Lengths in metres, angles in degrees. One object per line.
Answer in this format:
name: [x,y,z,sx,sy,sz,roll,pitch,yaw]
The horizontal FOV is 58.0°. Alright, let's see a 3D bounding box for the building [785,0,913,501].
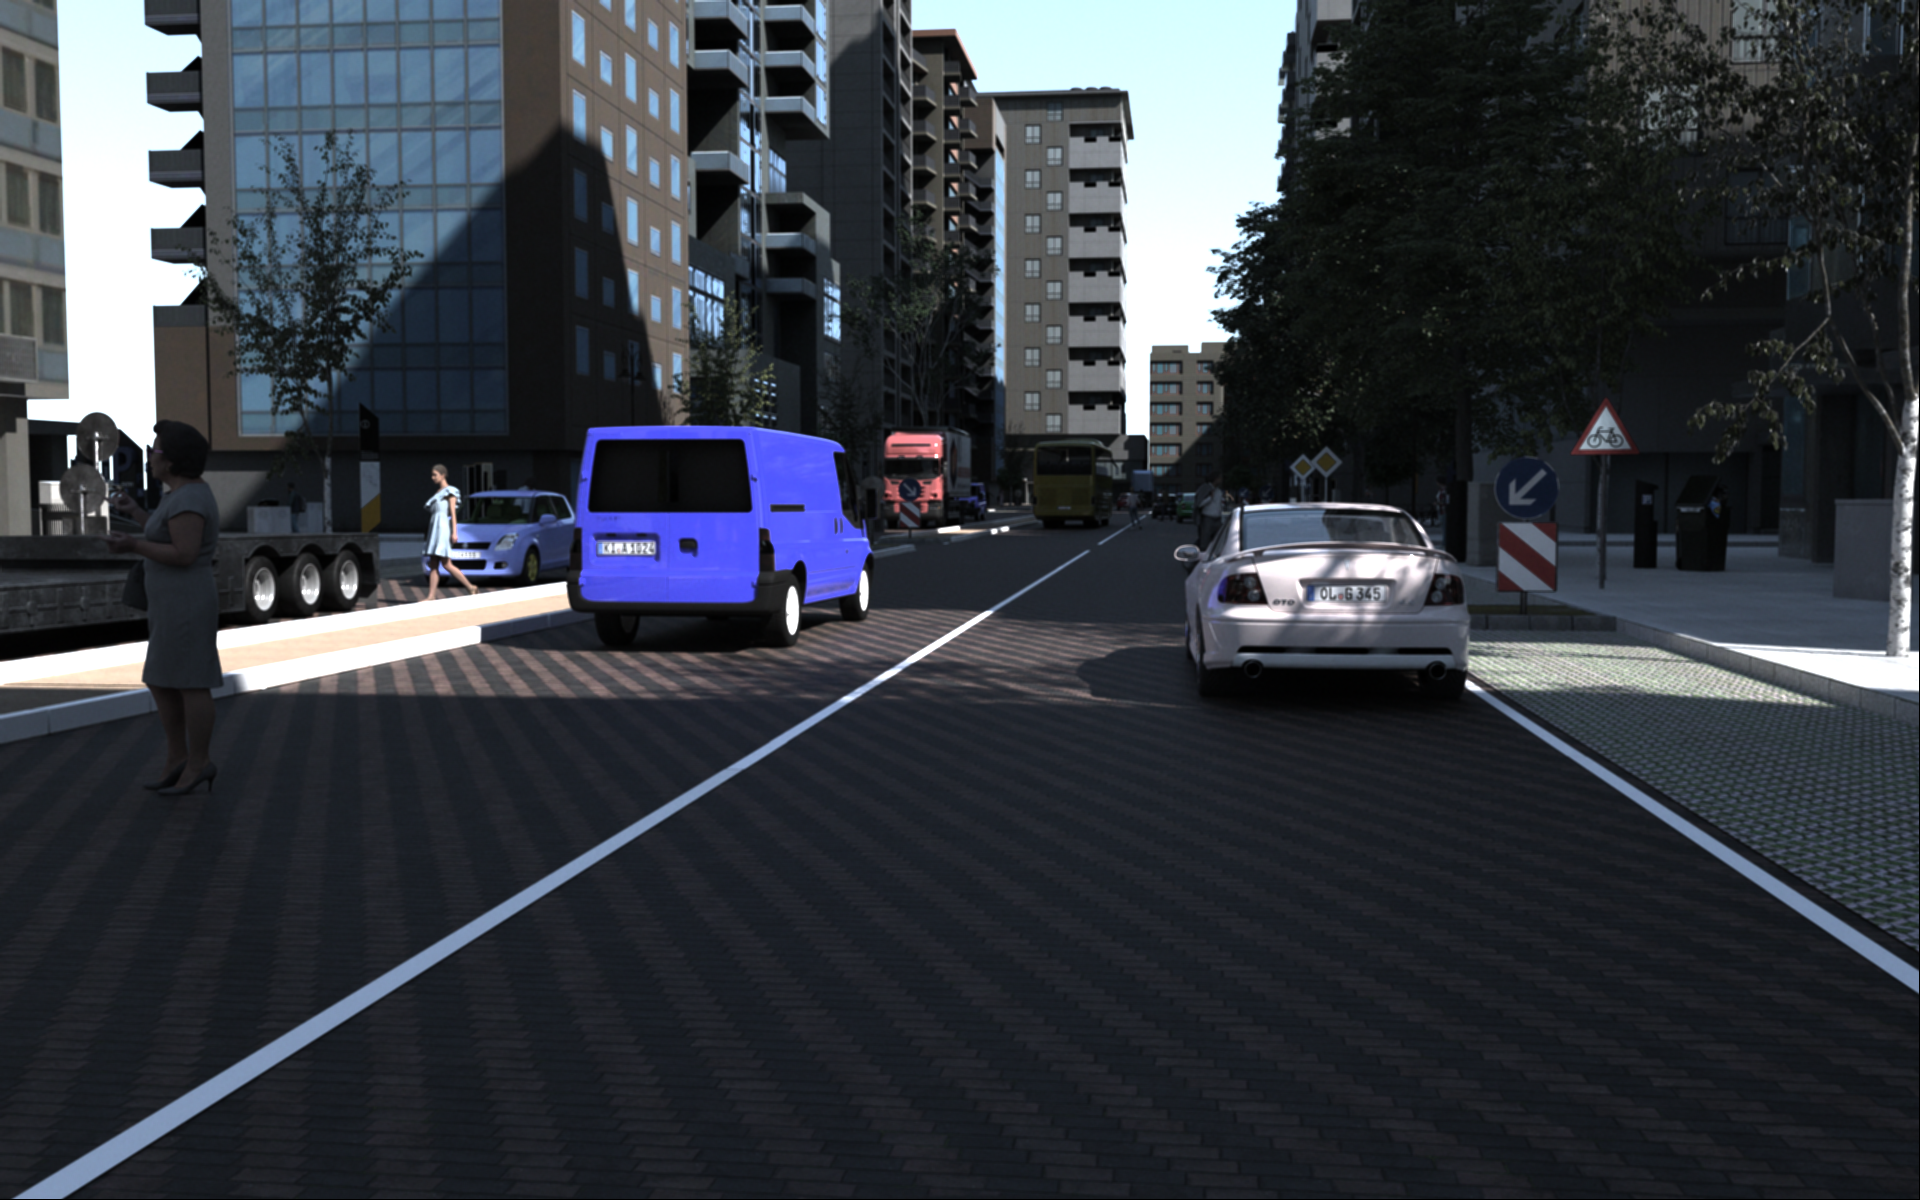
building: [-12.390,-42.759,137.368,20.563,71.187,20.611,0,4,7]

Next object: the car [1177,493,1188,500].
car: [19.768,-8.794,153.365,1.945,1.707,3.694,1,4,8]

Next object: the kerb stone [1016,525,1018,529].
kerb stone: [2.160,-2.946,70.356,0.120,0.150,1.000,0,4,7]

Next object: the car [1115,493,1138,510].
car: [14.743,-8.773,152.472,2.155,1.783,4.494,0,4,6]

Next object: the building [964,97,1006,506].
building: [-2.652,-33.217,193.204,14.200,45.320,14.600,0,4,7]

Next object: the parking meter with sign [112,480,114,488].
parking meter with sign: [-44.945,-5.865,92.146,1.738,3.016,0.543,2,4,31]

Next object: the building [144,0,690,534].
building: [-18.498,-25.178,61.773,14.600,45.320,14.200,0,4,7]

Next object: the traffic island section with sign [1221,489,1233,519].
traffic island section with sign: [16.373,-5.640,100.845,1.989,1.847,2.006,0,4,7]

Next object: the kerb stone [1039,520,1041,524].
kerb stone: [3.582,-3.630,81.547,0.120,0.150,1.000,0,4,7]

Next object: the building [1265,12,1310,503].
building: [41.609,-33.318,164.357,23.786,49.044,30.456,0,4,7]

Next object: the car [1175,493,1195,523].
car: [11.789,-4.780,86.947,1.959,1.807,4.718,0,4,5]

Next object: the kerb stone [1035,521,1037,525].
kerb stone: [3.324,-3.505,79.510,0.120,0.150,1.000,0,4,7]

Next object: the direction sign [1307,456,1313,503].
direction sign: [15.905,-5.335,79.229,0.876,3.537,0.379,-2,4,-29]

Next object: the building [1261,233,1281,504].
building: [39.788,-25.441,187.657,14.160,30.474,14.107,0,4,7]

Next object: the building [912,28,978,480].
building: [-10.214,-31.086,162.874,22.147,44.769,28.867,0,4,7]

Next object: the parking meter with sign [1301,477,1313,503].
parking meter with sign: [18.386,-5.819,91.404,0.543,3.016,1.738,1,4,22]

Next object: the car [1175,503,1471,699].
car: [2.740,-0.073,13.561,2.083,1.381,4.827,0,4,6]

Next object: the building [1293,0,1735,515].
building: [40.448,-33.359,134.665,28.713,52.752,27.495,0,4,7]

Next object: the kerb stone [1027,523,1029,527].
kerb stone: [2.813,-3.257,75.440,0.120,0.150,1.000,0,4,7]

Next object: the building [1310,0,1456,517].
building: [31.208,-40.305,97.246,20.563,71.187,20.611,0,4,7]

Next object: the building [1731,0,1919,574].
building: [24.652,-24.504,20.242,23.786,49.044,30.456,0,4,7]

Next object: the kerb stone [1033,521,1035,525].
kerb stone: [3.193,-3.433,78.495,0.120,0.150,1.000,0,4,7]

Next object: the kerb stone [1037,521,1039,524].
kerb stone: [3.453,-3.567,80.524,0.120,0.150,1.000,0,4,7]

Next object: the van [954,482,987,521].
van: [0.280,-5.442,93.363,2.240,2.365,5.245,0,4,6]

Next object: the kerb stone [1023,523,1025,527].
kerb stone: [2.549,-3.129,73.409,0.120,0.150,1.000,0,4,7]

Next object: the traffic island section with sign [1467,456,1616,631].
traffic island section with sign: [5.964,-0.637,19.045,1.989,1.847,2.006,0,4,7]

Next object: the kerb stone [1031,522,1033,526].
kerb stone: [3.069,-3.379,77.476,0.120,0.150,1.000,0,4,7]

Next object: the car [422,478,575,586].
car: [-7.346,-1.133,28.118,1.945,1.707,3.694,0,4,6]

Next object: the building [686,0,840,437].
building: [-18.480,-47.623,91.302,22.319,86.520,31.000,0,4,7]

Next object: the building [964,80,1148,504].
building: [10.603,-38.928,225.713,27.495,52.752,28.713,0,4,7]

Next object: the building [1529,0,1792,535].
building: [33.704,-29.023,63.757,27.495,52.752,28.713,0,4,7]

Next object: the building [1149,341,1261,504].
building: [39.220,-23.167,223.824,28.899,21.520,27.650,0,4,7]

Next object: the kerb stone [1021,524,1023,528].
kerb stone: [2.417,-3.070,72.391,0.120,0.150,1.000,0,4,7]

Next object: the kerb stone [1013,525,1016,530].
kerb stone: [2.031,-2.883,69.334,0.120,0.150,1.000,0,4,7]

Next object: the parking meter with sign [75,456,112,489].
parking meter with sign: [-39.737,-5.080,79.323,0.543,3.016,1.738,0,4,5]

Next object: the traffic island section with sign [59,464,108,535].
traffic island section with sign: [-11.513,-0.819,22.027,1.989,1.847,2.006,0,4,7]

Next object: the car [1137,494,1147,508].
car: [17.945,-10.128,175.374,2.009,1.686,4.222,0,4,7]

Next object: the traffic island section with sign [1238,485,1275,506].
traffic island section with sign: [12.973,-4.005,74.105,1.989,1.847,2.006,0,4,7]

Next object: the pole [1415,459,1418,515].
pole: [22.506,-5.608,85.532,0.158,3.312,0.155,0,3,0]

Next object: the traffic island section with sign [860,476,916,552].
traffic island section with sign: [-2.311,-2.159,43.437,2.006,1.907,1.989,0,4,7]

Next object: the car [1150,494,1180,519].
car: [12.286,-5.688,102.777,2.009,1.686,4.222,0,4,8]

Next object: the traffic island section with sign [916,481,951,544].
traffic island section with sign: [-1.367,-2.608,50.784,2.006,1.907,1.989,0,4,7]

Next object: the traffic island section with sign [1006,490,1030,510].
traffic island section with sign: [5.174,-8.839,153.142,1.989,1.847,2.006,0,4,7]

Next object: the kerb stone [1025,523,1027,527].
kerb stone: [2.675,-3.194,74.423,0.120,0.150,1.000,0,4,7]

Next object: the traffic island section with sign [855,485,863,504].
traffic island section with sign: [-4.594,-4.142,76.341,1.989,1.847,2.006,0,4,7]

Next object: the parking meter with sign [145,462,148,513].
parking meter with sign: [-44.031,-6.085,95.743,1.738,3.016,0.543,-3,4,-36]

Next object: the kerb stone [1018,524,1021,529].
kerb stone: [2.293,-3.008,71.377,0.120,0.150,1.000,0,4,7]

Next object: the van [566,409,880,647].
van: [-2.236,-0.830,17.950,2.240,2.365,5.245,1,4,8]

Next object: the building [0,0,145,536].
building: [-28.538,-20.416,25.681,23.993,40.220,32.217,0,4,7]

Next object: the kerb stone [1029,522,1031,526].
kerb stone: [2.936,-3.319,76.462,0.120,0.150,1.000,0,4,7]
